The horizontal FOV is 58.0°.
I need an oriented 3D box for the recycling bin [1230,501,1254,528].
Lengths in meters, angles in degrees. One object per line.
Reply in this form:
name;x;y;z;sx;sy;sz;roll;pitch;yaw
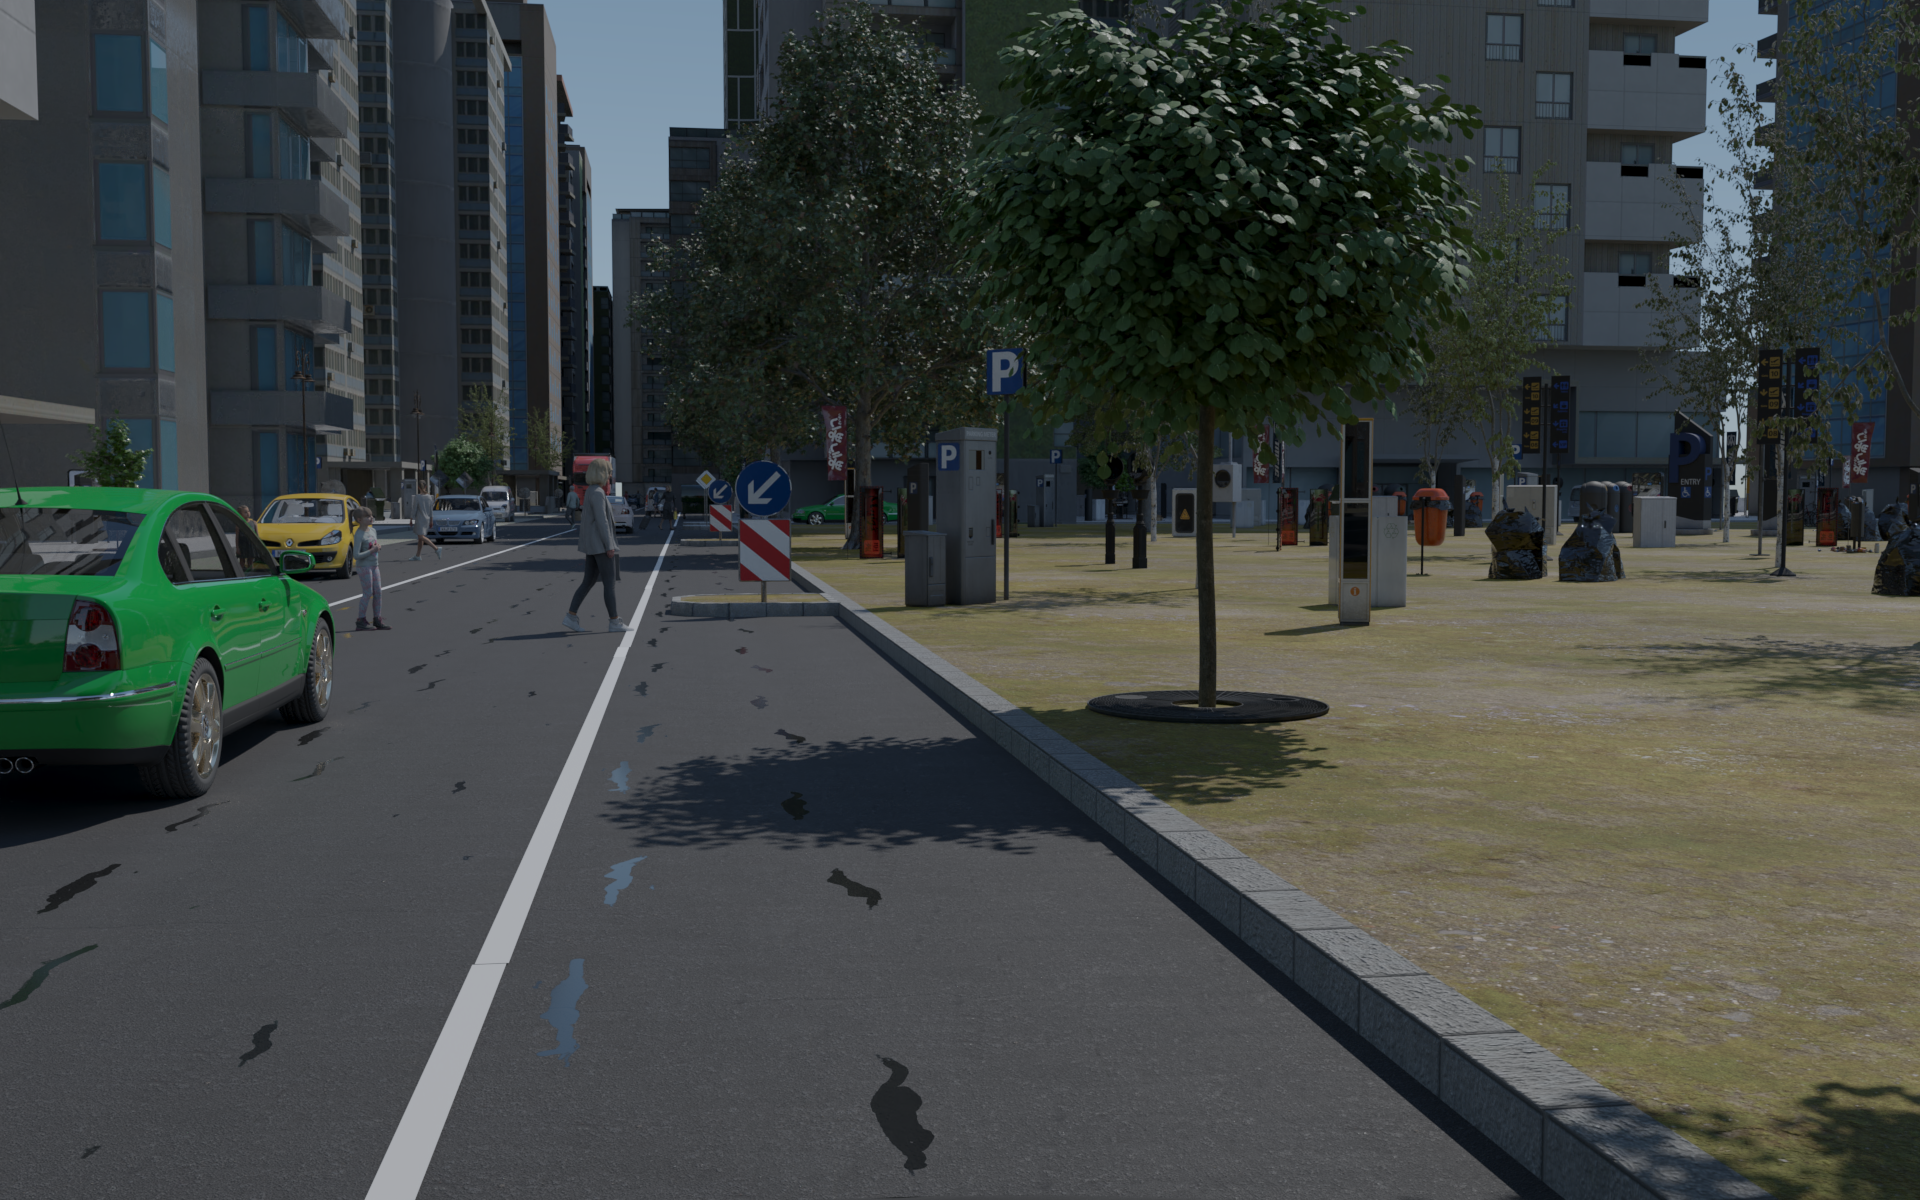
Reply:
recycling bin;10.616;-3.221;65.218;0.722;1.027;0.722;0;4;-7

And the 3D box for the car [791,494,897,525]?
car;-4.972;-4.075;75.417;4.718;1.807;1.959;-1;4;-10

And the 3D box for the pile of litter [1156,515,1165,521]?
pile of litter;9.241;-4.211;82.817;1.719;0.858;1.176;-3;5;-41

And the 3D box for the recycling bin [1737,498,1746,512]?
recycling bin;55.005;-6.710;122.264;0.722;1.027;0.722;1;4;11

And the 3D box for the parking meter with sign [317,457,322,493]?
parking meter with sign;-30.444;-5.158;80.591;0.543;3.016;1.738;1;4;16

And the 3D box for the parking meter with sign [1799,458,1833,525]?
parking meter with sign;35.611;-4.675;72.690;1.738;3.016;0.543;3;4;36

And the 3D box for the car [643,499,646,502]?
car;-29.644;-9.482;167.615;1.945;1.354;3.894;-1;4;-11

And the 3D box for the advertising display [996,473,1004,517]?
advertising display;1.099;-2.929;53.109;0.974;1.923;0.123;3;5;43

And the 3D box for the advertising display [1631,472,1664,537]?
advertising display;20.384;-2.823;51.375;0.123;1.923;0.974;-3;4;-36

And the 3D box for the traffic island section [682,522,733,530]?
traffic island section;-10.285;-2.950;70.517;2.009;0.180;2.903;-1;4;-9

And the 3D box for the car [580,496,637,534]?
car;-13.035;-3.166;64.131;2.083;1.381;4.827;-1;4;-10

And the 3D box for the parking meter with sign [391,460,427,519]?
parking meter with sign;-28.124;-5.630;88.309;1.738;3.016;0.543;-3;5;-40

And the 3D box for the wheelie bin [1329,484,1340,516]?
wheelie bin;12.130;-2.875;54.916;0.693;1.594;0.980;-3;5;-44

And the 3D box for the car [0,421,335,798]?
car;-4.656;-0.037;9.396;1.959;1.807;4.718;-1;4;-9

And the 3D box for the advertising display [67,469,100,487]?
advertising display;-22.753;-2.449;45.251;0.974;1.923;0.123;-2;4;-33

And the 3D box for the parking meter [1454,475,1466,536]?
parking meter;15.201;-2.872;52.675;0.255;1.863;0.399;2;4;33

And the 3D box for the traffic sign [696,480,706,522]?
traffic sign;-11.546;-4.568;78.325;0.795;2.450;0.064;-1;4;-9

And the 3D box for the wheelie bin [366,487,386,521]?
wheelie bin;-27.930;-4.575;82.703;0.693;1.594;0.980;2;4;30

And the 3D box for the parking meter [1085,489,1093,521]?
parking meter;6.550;-4.874;88.099;0.372;1.533;0.369;0;3;0

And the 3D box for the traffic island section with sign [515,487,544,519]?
traffic island section with sign;-25.553;-5.702;101.862;1.989;1.847;2.006;-1;4;-9

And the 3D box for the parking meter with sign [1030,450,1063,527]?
parking meter with sign;3.269;-4.341;67.239;0.543;3.016;1.738;3;4;37

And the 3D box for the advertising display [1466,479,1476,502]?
advertising display;22.300;-4.347;76.292;0.974;1.923;0.123;-2;4;-26

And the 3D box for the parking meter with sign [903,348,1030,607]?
parking meter with sign;0.049;-1.465;20.221;0.543;3.016;1.738;3;4;38

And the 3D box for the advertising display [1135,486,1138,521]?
advertising display;7.068;-3.864;68.386;0.123;1.923;0.974;0;4;-5

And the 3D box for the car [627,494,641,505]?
car;-42.534;-13.051;225.384;2.014;1.417;4.499;0;4;-7

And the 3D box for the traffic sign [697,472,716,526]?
traffic sign;-10.307;-4.085;70.436;0.795;2.450;0.064;-1;4;-9

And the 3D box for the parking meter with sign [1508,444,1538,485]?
parking meter with sign;19.968;-3.952;60.869;1.738;3.016;0.543;-3;5;-39

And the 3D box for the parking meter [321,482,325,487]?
parking meter;-31.123;-4.842;84.883;0.255;1.863;0.399;-3;5;-41

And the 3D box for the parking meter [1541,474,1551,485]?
parking meter;17.150;-2.755;50.750;0.255;1.863;0.399;1;4;15

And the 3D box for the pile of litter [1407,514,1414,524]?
pile of litter;19.434;-3.641;73.501;1.176;0.858;1.719;-3;5;-44

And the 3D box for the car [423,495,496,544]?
car;-14.724;-2.379;50.903;2.014;1.417;4.499;0;4;-8

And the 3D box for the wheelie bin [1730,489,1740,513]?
wheelie bin;51.213;-6.548;114.963;0.980;1.594;0.693;0;4;1

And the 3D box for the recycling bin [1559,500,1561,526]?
recycling bin;23.553;-3.468;69.262;0.722;1.027;0.722;0;4;-5

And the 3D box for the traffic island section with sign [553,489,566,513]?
traffic island section with sign;-29.786;-7.349;128.792;1.989;1.847;2.006;-1;4;-9

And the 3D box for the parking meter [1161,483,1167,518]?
parking meter;10.862;-5.299;92.348;0.255;1.863;0.399;1;4;17

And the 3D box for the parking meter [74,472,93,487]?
parking meter;-22.501;-2.371;44.475;0.255;1.863;0.399;2;4;32

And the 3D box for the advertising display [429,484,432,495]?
advertising display;-35.902;-6.804;116.461;0.974;1.923;0.123;2;4;27

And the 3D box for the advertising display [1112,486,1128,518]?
advertising display;8.422;-5.272;91.404;0.974;1.923;0.123;-1;4;-21

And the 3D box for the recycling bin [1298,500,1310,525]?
recycling bin;14.194;-3.633;71.961;0.722;1.027;0.722;-1;4;-19

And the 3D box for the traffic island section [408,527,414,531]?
traffic island section;-20.700;-2.851;68.892;2.009;0.180;2.903;-1;4;-9

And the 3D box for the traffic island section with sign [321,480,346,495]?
traffic island section with sign;-16.859;-2.317;46.503;1.989;1.847;2.006;-1;4;-9

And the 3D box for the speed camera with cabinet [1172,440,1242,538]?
speed camera with cabinet;7.295;-3.482;51.272;2.038;3.252;0.660;3;4;37

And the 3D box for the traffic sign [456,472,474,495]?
traffic sign;-21.917;-4.470;76.723;0.795;2.450;0.064;-1;4;-9

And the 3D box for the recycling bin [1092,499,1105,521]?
recycling bin;6.521;-4.350;83.684;0.722;1.027;0.722;3;5;41

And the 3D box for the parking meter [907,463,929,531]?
parking meter;-0.803;-1.666;32.949;0.255;1.863;0.399;-3;5;-43

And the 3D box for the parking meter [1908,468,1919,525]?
parking meter;21.457;-2.023;38.779;0.255;1.863;0.399;0;4;-4

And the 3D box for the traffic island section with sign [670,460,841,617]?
traffic island section with sign;-2.534;-0.766;21.158;1.989;1.847;2.006;-1;4;-9

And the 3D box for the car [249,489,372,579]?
car;-11.341;-1.227;30.286;2.015;1.641;3.980;-1;4;-10

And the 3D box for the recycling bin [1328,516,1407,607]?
recycling bin;4.685;-0.451;19.927;0.722;1.027;0.722;0;4;-4

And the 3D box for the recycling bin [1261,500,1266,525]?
recycling bin;12.138;-3.580;71.083;0.722;1.027;0.722;1;4;19
